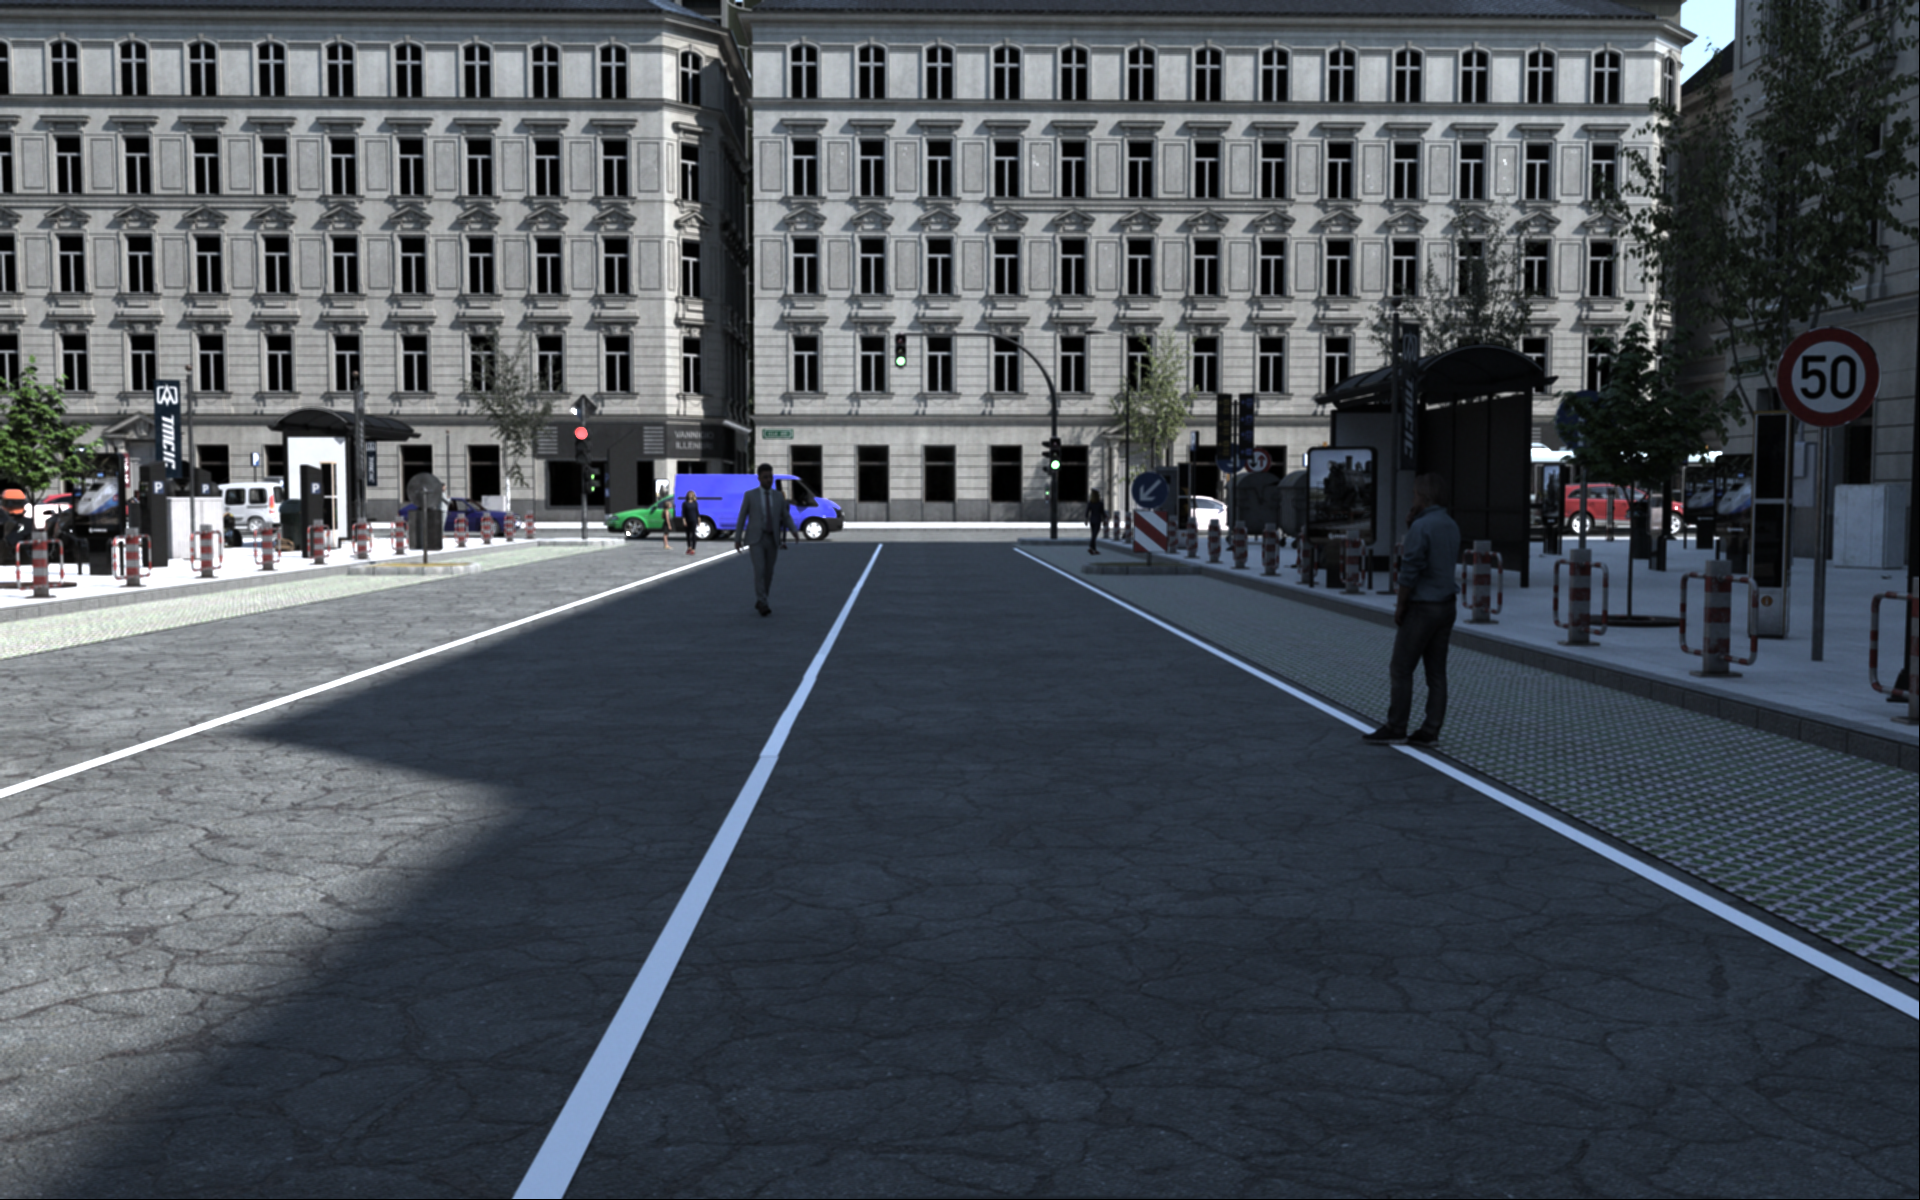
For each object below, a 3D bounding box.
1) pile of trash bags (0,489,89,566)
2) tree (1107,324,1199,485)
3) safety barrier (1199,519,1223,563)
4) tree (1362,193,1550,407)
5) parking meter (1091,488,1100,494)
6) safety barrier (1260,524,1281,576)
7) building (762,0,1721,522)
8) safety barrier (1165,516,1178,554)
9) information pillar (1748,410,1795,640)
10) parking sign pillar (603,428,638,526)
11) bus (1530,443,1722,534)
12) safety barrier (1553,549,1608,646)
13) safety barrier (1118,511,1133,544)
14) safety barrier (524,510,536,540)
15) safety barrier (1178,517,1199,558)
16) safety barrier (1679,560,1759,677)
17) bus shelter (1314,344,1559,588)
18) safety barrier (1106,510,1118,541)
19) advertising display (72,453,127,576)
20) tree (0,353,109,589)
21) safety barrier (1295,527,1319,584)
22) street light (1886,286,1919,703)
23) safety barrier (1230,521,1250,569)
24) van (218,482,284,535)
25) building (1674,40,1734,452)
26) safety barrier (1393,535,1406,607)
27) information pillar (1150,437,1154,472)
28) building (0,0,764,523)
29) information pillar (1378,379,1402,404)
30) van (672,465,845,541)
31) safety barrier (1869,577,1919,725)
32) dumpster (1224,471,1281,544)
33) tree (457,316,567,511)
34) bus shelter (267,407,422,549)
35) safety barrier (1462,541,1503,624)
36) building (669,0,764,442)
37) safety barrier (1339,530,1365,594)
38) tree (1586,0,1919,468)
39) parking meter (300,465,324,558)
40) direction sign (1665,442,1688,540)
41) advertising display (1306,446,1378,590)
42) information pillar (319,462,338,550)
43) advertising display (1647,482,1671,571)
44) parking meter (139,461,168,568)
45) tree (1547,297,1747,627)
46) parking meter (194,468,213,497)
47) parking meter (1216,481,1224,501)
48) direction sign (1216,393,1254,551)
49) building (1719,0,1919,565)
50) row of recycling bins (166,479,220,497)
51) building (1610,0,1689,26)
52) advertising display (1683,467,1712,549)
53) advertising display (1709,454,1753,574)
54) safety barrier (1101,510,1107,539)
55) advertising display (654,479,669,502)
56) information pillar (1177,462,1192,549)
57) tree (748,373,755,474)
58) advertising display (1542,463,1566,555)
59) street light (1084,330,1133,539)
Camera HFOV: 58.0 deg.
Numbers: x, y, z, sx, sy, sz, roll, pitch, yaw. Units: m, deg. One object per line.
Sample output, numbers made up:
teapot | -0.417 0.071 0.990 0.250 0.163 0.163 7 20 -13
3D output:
pile of trash bags | -17.543 -1.398 32.616 1.912 1.369 3.447 -3 5 -40
tree | 8.531 -7.655 75.514 4.737 8.622 4.395 0 3 0
safety barrier | 4.732 -1.098 32.224 0.300 0.817 1.120 0 4 -2
tree | 12.409 -5.649 42.720 4.360 8.622 3.978 0 3 0
parking meter | 5.424 -3.718 69.208 0.372 1.533 0.369 0 3 0
safety barrier | 4.879 -0.791 27.209 0.300 0.817 1.120 0 4 -2
building | 11.942 -18.923 85.806 44.131 29.872 17.030 0 4 -2
safety barrier | 4.577 -1.405 37.244 0.300 0.817 1.120 0 4 -2
information pillar | 7.217 -0.667 15.402 0.304 2.012 0.304 2 4 33
parking sign pillar | -13.841 -5.028 70.676 1.447 3.967 1.447 -3 5 -42
bus | 25.950 -4.216 63.799 13.247 3.499 2.948 0 4 -3
safety barrier | 5.254 -0.025 14.684 0.300 0.817 1.120 0 4 -2
safety barrier | 4.355 -1.864 44.758 0.300 0.817 1.120 0 4 -2
safety barrier | -12.148 -2.120 48.934 0.300 0.817 1.120 0 4 -2
safety barrier | 4.653 -1.251 34.733 0.300 0.817 1.120 0 4 -2
safety barrier | 5.326 0.128 12.181 0.300 0.817 1.120 0 4 -2
bus shelter | 6.971 -1.969 26.109 2.014 3.302 5.546 0 4 -2
safety barrier | 4.275 -2.018 47.262 0.300 0.817 1.120 0 4 -2
advertising display | -13.544 -1.348 27.257 0.974 1.923 0.123 1 4 19
tree | -12.614 -1.787 23.823 1.663 3.219 1.824 0 3 0
safety barrier | 4.955 -0.638 24.702 0.300 0.817 1.120 0 4 -2
street light | 5.362 -2.324 10.546 1.470 5.913 1.316 0 4 -2
safety barrier | 4.807 -0.945 29.719 0.300 0.817 1.120 0 4 -2
van | -26.335 -3.363 62.003 4.112 2.044 2.013 0 4 -4
building | 44.334 -15.593 83.821 19.941 23.489 11.050 0 4 -2
safety barrier | 5.105 -0.331 19.691 0.300 0.817 1.120 0 4 -2
information pillar | 7.904 -4.896 71.403 0.183 3.616 0.504 0 4 -3
building | -32.674 -18.861 84.792 44.131 29.872 17.030 0 4 -2
information pillar | 8.039 -2.515 32.471 0.504 3.616 0.183 -1 4 -10
van | -6.188 -3.000 53.426 5.245 2.365 2.240 0 3 0
safety barrier | 5.405 0.282 9.672 0.300 0.817 1.120 0 4 -2
dumpster | 7.625 -2.396 44.938 1.264 1.857 1.865 0 4 -2
tree | -18.768 -7.481 72.670 4.360 8.622 3.978 0 3 0
bus shelter | -15.176 -3.009 43.116 2.014 3.302 5.546 0 4 -2
safety barrier | 5.177 -0.178 17.188 0.300 0.817 1.120 0 4 -2
building | -36.558 -49.330 244.801 20.611 71.187 20.563 0 4 -2
safety barrier | 5.031 -0.485 22.198 0.300 0.817 1.120 0 4 -2
tree | 10.438 -4.383 22.018 4.737 8.622 4.395 0 3 0
parking meter | -12.956 -1.771 34.660 0.255 1.863 0.399 2 4 32
direction sign | 19.917 -3.455 48.493 0.876 3.537 0.379 3 4 38
advertising display | 5.173 -1.119 23.504 0.974 1.923 0.123 3 4 36
information pillar | -14.552 -2.168 39.945 0.304 2.012 0.304 0 4 -3
advertising display | 11.744 -1.462 29.119 0.123 1.923 0.974 0 4 8
parking meter | -14.113 -1.504 30.304 0.255 1.863 0.399 2 4 25
tree | 6.625 -1.383 17.216 1.663 3.219 1.824 0 3 0
parking meter | -16.872 -2.009 38.564 0.255 1.863 0.399 1 4 23
parking meter | 11.243 -4.232 74.910 0.255 1.863 0.399 0 3 0
direction sign | 6.217 -2.886 39.184 0.876 3.537 0.379 2 4 29
building | 25.321 -14.670 16.277 17.030 29.872 44.131 0 4 -2
row of recycling bins | -20.824 -2.431 46.857 1.069 1.692 3.534 -1 4 -12
building | 57.404 -36.386 184.151 27.495 52.752 28.713 0 4 -2
advertising display | 17.441 -2.159 40.513 0.974 1.923 0.123 1 4 14
advertising display | 12.501 -1.383 27.827 0.123 1.923 0.974 -1 4 -18
safety barrier | 4.203 -2.171 49.772 0.300 0.817 1.120 0 4 -2
advertising display | -12.982 -4.284 75.262 0.123 1.923 0.974 2 4 24
information pillar | 5.212 -2.187 40.248 0.304 2.012 0.304 1 4 14
tree | -16.179 -15.587 171.859 9.611 12.733 9.660 0 3 0
advertising display | 12.616 -1.934 36.833 0.123 1.923 0.974 0 4 -2
street light | 4.214 -4.686 49.152 1.470 5.913 1.316 0 4 -2
